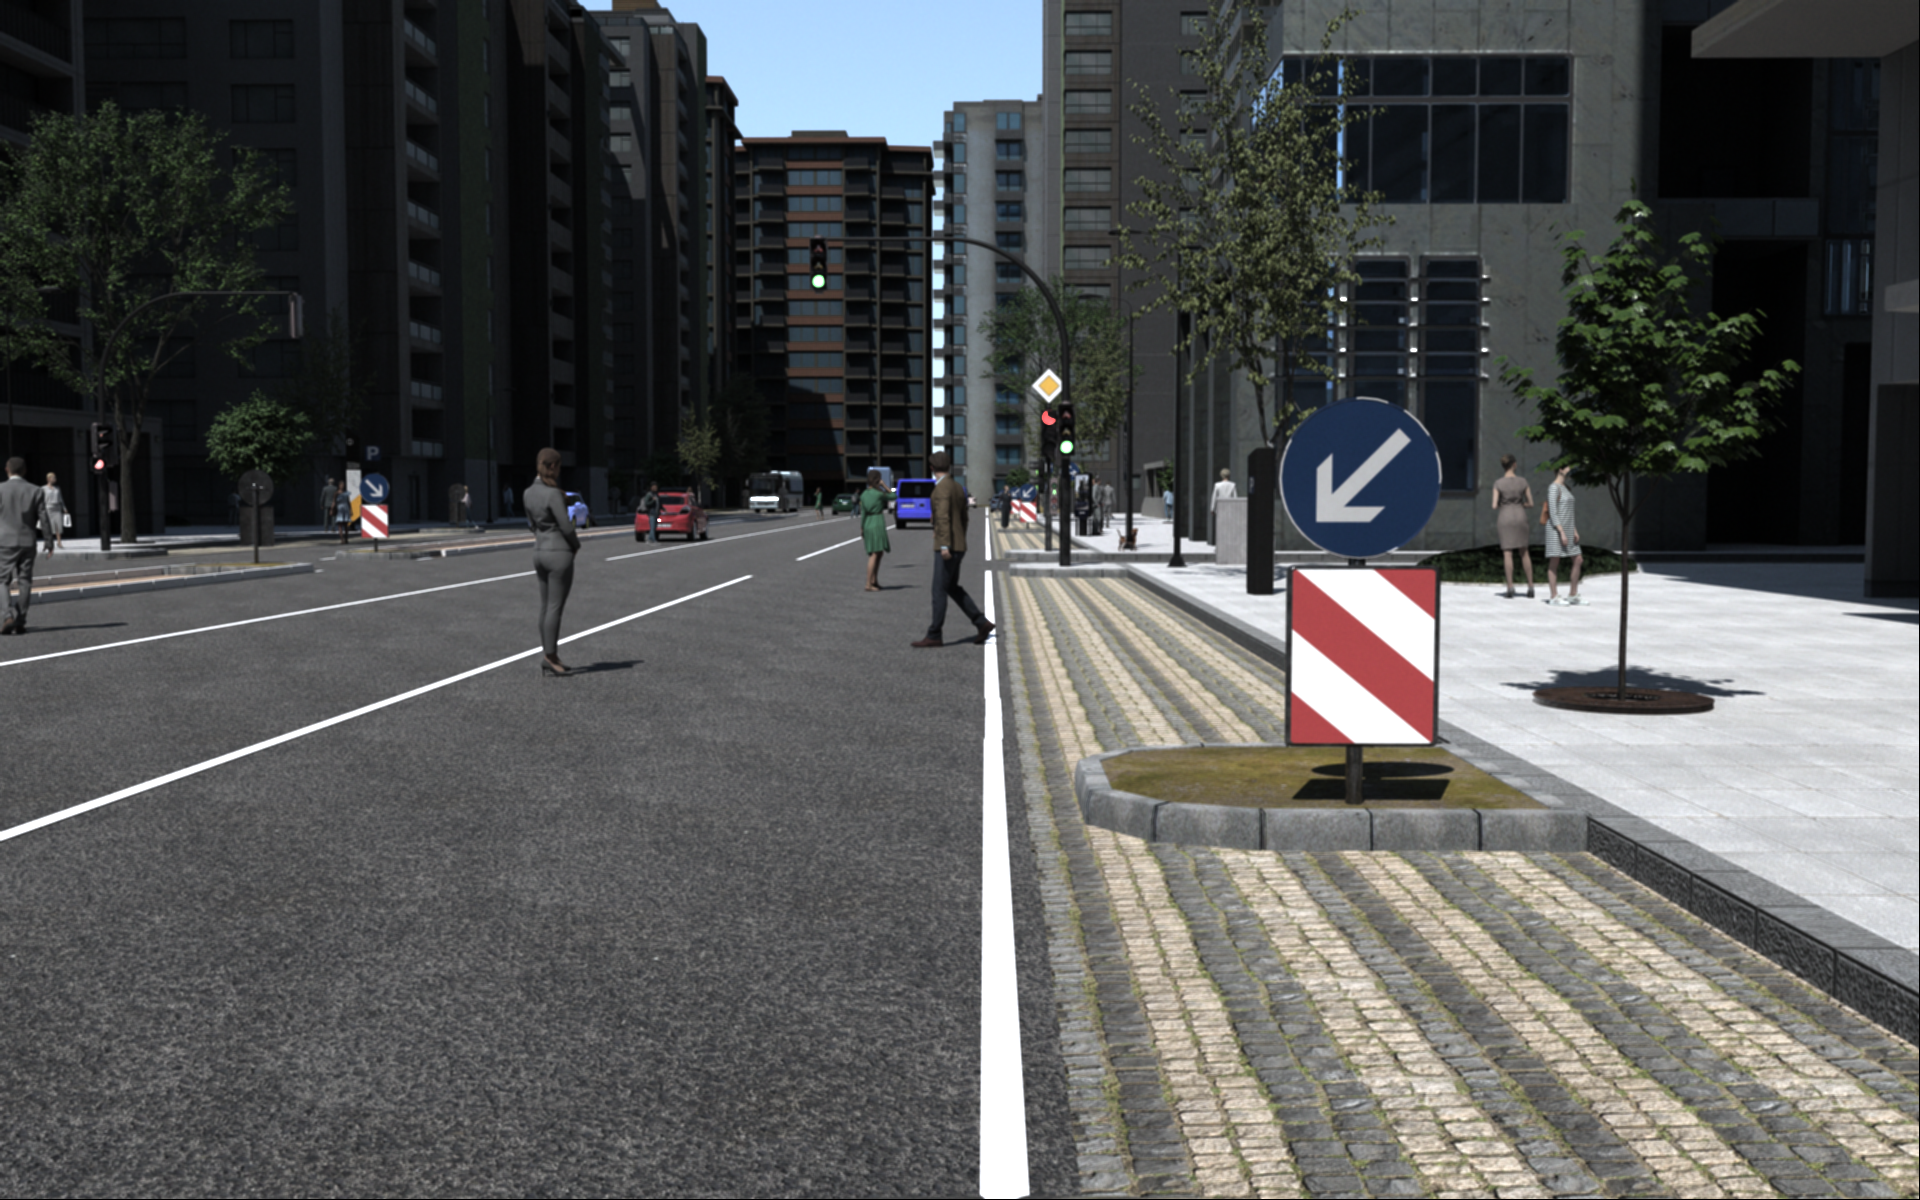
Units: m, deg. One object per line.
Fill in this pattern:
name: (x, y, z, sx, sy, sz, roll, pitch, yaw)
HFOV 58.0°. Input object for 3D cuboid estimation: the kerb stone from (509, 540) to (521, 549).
kerb stone: (-11.730, -1.409, 45.228, 0.120, 0.150, 1.000, 0, 4, 1)

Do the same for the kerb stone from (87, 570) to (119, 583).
kerb stone: (-14.089, -0.372, 28.273, 0.120, 0.150, 1.000, 0, 4, 1)

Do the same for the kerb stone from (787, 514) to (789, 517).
kerb stone: (-10.792, -5.169, 106.716, 0.120, 0.150, 1.000, 0, 4, 1)

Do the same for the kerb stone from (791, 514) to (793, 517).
kerb stone: (-10.766, -5.294, 108.764, 0.120, 0.150, 1.000, 0, 4, 1)

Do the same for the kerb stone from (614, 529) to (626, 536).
kerb stone: (-11.526, -2.223, 58.545, 0.120, 0.150, 1.000, 0, 4, 1)

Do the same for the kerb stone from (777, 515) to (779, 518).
kerb stone: (-10.866, -4.855, 101.575, 0.120, 0.150, 1.000, 0, 4, 1)

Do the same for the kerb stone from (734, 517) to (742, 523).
kerb stone: (-11.109, -3.916, 86.224, 0.120, 0.150, 1.000, 0, 4, 1)

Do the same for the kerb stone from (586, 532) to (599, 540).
kerb stone: (-11.585, -1.971, 54.446, 0.120, 0.150, 1.000, 0, 4, 1)

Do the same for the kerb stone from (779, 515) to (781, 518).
kerb stone: (-10.850, -4.918, 102.613, 0.120, 0.150, 1.000, 0, 4, 1)

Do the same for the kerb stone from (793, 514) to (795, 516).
kerb stone: (-10.745, -5.355, 109.791, 0.120, 0.150, 1.000, 0, 4, 1)

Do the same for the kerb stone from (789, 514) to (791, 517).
kerb stone: (-10.784, -5.223, 107.739, 0.120, 0.150, 1.000, 0, 4, 1)

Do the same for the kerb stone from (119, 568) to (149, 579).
kerb stone: (-14.069, -0.435, 29.304, 0.120, 0.150, 1.000, 0, 4, 1)

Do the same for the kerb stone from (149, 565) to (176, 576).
kerb stone: (-14.059, -0.497, 30.326, 0.120, 0.150, 1.000, 0, 4, 1)

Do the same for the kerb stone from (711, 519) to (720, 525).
kerb stone: (-11.214, -3.477, 79.041, 0.120, 0.150, 1.000, 0, 4, 1)

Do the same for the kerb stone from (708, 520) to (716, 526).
kerb stone: (-11.235, -3.414, 78.019, 0.120, 0.150, 1.000, 0, 4, 1)

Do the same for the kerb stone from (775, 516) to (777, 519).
kerb stone: (-10.882, -4.792, 100.546, 0.120, 0.150, 1.000, 0, 4, 1)

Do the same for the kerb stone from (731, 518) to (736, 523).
kerb stone: (-11.141, -3.791, 84.175, 0.120, 0.150, 1.000, 0, 4, 1)

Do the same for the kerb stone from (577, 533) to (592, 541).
kerb stone: (-11.615, -1.910, 53.424, 0.120, 0.150, 1.000, 0, 4, 1)

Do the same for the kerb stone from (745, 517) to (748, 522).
kerb stone: (-11.076, -4.041, 88.271, 0.120, 0.150, 1.000, 0, 4, 1)

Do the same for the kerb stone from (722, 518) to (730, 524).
kerb stone: (-11.166, -3.666, 82.127, 0.120, 0.150, 1.000, 0, 4, 1)

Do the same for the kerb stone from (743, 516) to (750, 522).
kerb stone: (-11.066, -4.104, 89.293, 0.120, 0.150, 1.000, 0, 4, 1)

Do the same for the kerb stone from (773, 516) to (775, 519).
kerb stone: (-10.900, -4.730, 99.524, 0.120, 0.150, 1.000, 0, 4, 1)

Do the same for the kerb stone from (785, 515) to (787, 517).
kerb stone: (-10.811, -5.105, 105.687, 0.120, 0.150, 1.000, 0, 4, 1)

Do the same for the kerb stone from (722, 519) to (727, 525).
kerb stone: (-11.176, -3.602, 81.096, 0.120, 0.150, 1.000, 0, 4, 1)

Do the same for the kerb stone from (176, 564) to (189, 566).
kerb stone: (-14.043, -0.560, 31.355, 0.120, 0.150, 1.000, 0, 4, 1)

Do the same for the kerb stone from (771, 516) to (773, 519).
kerb stone: (-10.917, -4.663, 98.502, 0.120, 0.150, 1.000, 0, 4, 1)

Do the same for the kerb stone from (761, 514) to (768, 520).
kerb stone: (-10.948, -4.542, 96.456, 0.120, 0.150, 1.000, 0, 4, 1)

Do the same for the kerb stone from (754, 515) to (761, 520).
kerb stone: (-10.992, -4.349, 93.390, 0.120, 0.150, 1.000, 0, 4, 1)

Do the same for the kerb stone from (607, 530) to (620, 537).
kerb stone: (-11.543, -2.156, 57.523, 0.120, 0.150, 1.000, 0, 4, 1)

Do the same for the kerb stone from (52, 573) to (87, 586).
kerb stone: (-14.101, -0.309, 27.251, 0.120, 0.150, 1.000, 0, 4, 1)

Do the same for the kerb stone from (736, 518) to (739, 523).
kerb stone: (-11.118, -3.850, 85.197, 0.120, 0.150, 1.000, 0, 4, 1)

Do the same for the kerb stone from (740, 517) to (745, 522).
kerb stone: (-11.089, -3.979, 87.246, 0.120, 0.150, 1.000, 0, 4, 1)

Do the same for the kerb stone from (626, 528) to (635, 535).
kerb stone: (-11.506, -2.349, 60.602, 0.120, 0.150, 1.000, 0, 4, 1)

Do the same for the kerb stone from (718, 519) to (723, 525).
kerb stone: (-11.198, -3.539, 80.063, 0.120, 0.150, 1.000, 0, 4, 1)

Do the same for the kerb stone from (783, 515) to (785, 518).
kerb stone: (-10.817, -5.044, 104.658, 0.120, 0.150, 1.000, 0, 4, 1)

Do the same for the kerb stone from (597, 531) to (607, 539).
kerb stone: (-11.570, -2.031, 55.468, 0.120, 0.150, 1.000, 0, 4, 1)

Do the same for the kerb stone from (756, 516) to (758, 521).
kerb stone: (-11.008, -4.286, 92.366, 0.120, 0.150, 1.000, 0, 4, 1)

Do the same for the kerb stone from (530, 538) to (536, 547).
kerb stone: (-11.700, -1.531, 47.281, 0.120, 0.150, 1.000, 0, 4, 1)

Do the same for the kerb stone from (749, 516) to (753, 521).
kerb stone: (-11.045, -4.166, 90.316, 0.120, 0.150, 1.000, 0, 4, 1)

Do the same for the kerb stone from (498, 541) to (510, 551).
kerb stone: (-11.744, -1.346, 44.206, 0.120, 0.150, 1.000, 0, 4, 1)

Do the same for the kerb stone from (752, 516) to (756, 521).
kerb stone: (-11.023, -4.229, 91.344, 0.120, 0.150, 1.000, 0, 4, 1)

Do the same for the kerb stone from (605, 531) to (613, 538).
kerb stone: (-11.559, -2.098, 56.493, 0.120, 0.150, 1.000, 0, 4, 1)

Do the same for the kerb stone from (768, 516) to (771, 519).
kerb stone: (-10.930, -4.597, 97.479, 0.120, 0.150, 1.000, 0, 4, 1)

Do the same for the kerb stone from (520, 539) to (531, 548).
kerb stone: (-11.713, -1.472, 46.259, 0.120, 0.150, 1.000, 0, 4, 1)

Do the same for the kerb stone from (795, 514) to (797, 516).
kerb stone: (-10.732, -5.419, 110.813, 0.120, 0.150, 1.000, 0, 4, 1)

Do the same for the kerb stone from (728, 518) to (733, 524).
kerb stone: (-11.154, -3.728, 83.152, 0.120, 0.150, 1.000, 0, 4, 1)

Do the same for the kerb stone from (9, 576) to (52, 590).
kerb stone: (-14.120, -0.244, 26.229, 0.120, 0.150, 1.000, 0, 4, 1)

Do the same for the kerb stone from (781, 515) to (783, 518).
kerb stone: (-10.847, -4.981, 103.635, 0.120, 0.150, 1.000, 0, 4, 1)

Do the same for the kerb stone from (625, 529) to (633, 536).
kerb stone: (-11.512, -2.286, 59.574, 0.120, 0.150, 1.000, 0, 4, 1)

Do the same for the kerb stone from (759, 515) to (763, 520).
kerb stone: (-10.978, -4.417, 94.412, 0.120, 0.150, 1.000, 0, 4, 1)

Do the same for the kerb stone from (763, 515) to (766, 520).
kerb stone: (-10.963, -4.478, 95.434, 0.120, 0.150, 1.000, 0, 4, 1)
